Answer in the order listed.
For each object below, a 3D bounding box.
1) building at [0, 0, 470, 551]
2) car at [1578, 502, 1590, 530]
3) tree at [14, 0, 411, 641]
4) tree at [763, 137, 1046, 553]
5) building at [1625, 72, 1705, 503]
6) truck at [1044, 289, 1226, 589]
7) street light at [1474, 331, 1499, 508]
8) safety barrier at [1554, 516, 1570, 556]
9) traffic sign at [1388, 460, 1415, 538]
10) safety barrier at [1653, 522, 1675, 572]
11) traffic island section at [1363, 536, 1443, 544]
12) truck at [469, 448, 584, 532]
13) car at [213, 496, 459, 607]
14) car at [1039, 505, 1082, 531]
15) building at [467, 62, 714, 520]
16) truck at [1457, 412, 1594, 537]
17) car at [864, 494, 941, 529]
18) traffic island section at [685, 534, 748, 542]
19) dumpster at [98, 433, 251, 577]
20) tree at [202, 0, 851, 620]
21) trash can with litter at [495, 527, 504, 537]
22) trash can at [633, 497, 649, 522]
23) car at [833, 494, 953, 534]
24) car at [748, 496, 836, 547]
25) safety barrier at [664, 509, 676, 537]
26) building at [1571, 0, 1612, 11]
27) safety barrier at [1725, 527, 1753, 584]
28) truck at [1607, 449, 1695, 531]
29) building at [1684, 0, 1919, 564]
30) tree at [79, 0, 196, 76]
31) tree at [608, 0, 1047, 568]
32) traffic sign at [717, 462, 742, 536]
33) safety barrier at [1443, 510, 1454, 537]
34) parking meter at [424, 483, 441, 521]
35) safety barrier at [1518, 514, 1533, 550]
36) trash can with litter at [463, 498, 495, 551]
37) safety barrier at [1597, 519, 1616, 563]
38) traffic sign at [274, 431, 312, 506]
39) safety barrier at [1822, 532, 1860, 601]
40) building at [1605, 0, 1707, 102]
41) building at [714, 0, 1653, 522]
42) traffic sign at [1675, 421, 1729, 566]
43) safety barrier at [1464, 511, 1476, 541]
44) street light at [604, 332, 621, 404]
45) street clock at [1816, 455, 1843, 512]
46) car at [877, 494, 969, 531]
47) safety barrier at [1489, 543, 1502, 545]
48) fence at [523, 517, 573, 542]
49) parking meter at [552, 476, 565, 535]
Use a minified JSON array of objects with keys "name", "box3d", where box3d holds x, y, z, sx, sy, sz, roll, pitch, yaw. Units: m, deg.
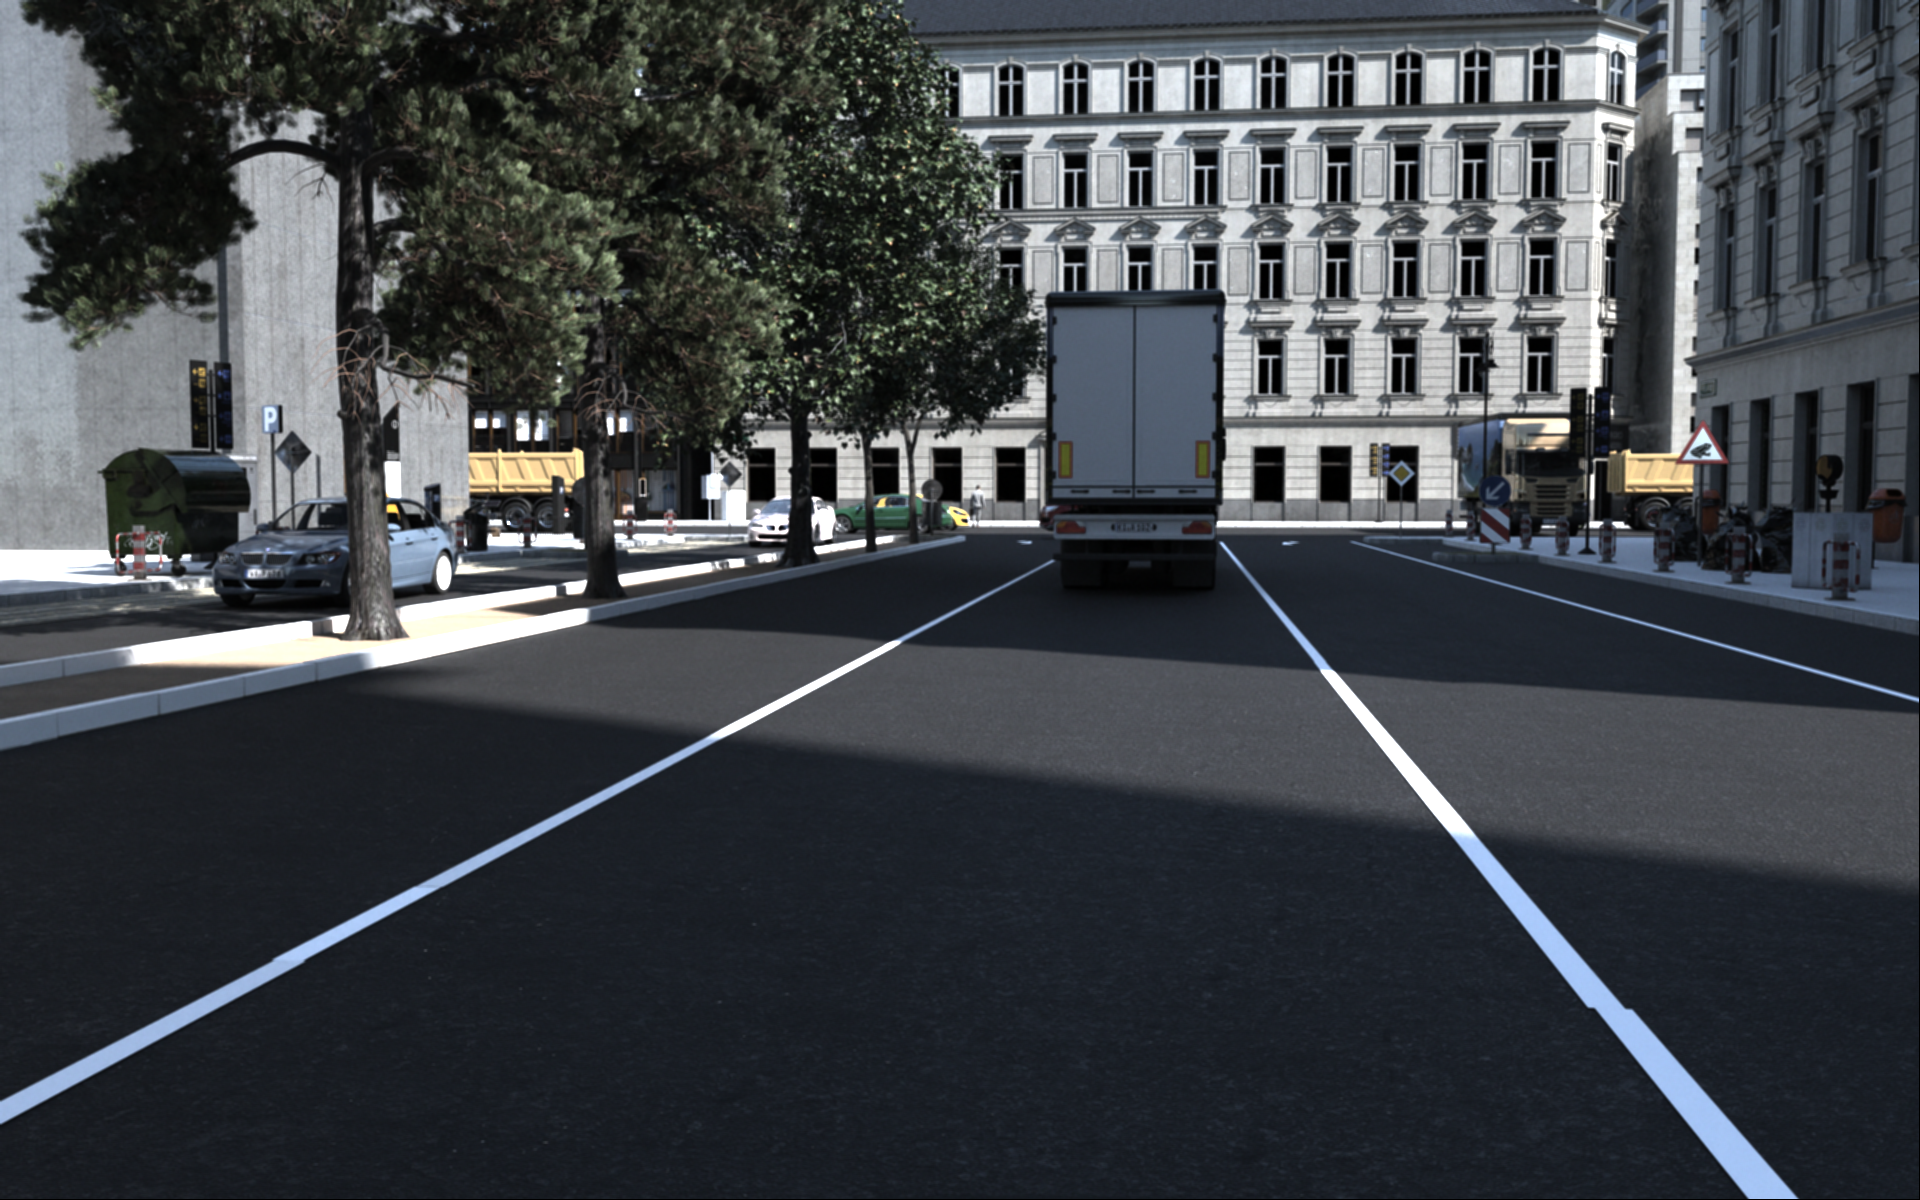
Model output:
[{"name":"building","box3d":[-24.804,-13.866,44.725,19.932,24.808,12.078,0,4,7]},{"name":"car","box3d":[23.508,-3.696,70.017,3.694,1.707,1.945,1,4,9]},{"name":"tree","box3d":[-5.855,-5.637,16.675,6.751,12.117,7.091,0,3,0]},{"name":"tree","box3d":[-2.098,-6.447,42.270,8.767,10.594,7.601,0,4,7]},{"name":"building","box3d":[40.836,-13.850,81.199,16.860,20.320,10.420,0,4,7]},{"name":"truck","box3d":[3.156,-2.478,29.431,2.839,4.237,11.283,0,4,8]},{"name":"street light","box3d":[14.894,-4.668,49.110,0.468,5.910,1.993,0,4,7]},{"name":"safety barrier","box3d":[12.569,-1.337,36.135,0.300,0.817,1.120,0,4,7]},{"name":"traffic sign","box3d":[12.963,-2.891,50.912,0.795,2.450,0.064,0,4,7]},{"name":"safety barrier","box3d":[11.595,-0.871,28.519,0.300,0.817,1.120,0,4,7]},{"name":"traffic island section","box3d":[12.987,-1.756,50.986,2.009,0.180,2.903,0,4,7]},{"name":"truck","box3d":[-18.902,-4.305,66.308,9.791,3.379,3.469,0,4,5]},{"name":"car","box3d":[-8.367,-0.709,23.599,2.014,1.417,4.499,0,4,6]},{"name":"car","box3d":[5.191,-2.872,55.630,5.304,1.827,2.281,1,4,8]},{"name":"building","box3d":[-20.256,-15.949,90.450,15.834,23.373,12.332,0,4,7]},{"name":"truck","box3d":[19.992,-4.459,61.813,2.839,4.237,11.283,0,4,6]},{"name":"car","box3d":[-2.190,-3.754,71.172,4.222,1.686,2.009,1,4,9]},{"name":"traffic island section","box3d":[-7.141,-1.912,53.546,2.009,0.180,2.903,0,4,7]},{"name":"dumpster","box3d":[-12.490,-1.533,27.560,1.502,2.255,1.985,0,4,7]},{"name":"tree","box3d":[-4.997,-6.052,23.460,6.751,12.117,7.091,0,3,0]},{"name":"trash can with litter","box3d":[-14.043,-2.440,51.287,1.055,1.170,0.624,-1,4,-15]},{"name":"trash can","box3d":[-14.922,-4.246,81.078,0.748,1.137,0.748,0,3,0]},{"name":"car","box3d":[-2.716,-3.141,63.148,4.920,1.459,2.131,0,4,8]},{"name":"car","box3d":[-4.634,-2.200,48.327,2.083,1.381,4.827,0,4,6]},{"name":"safety barrier","box3d":[-8.756,-2.329,52.349,0.300,0.817,1.120,0,4,7]},{"name":"building","box3d":[81.897,-49.092,240.902,20.611,71.187,20.563,0,4,7]},{"name":"safety barrier","box3d":[11.109,-0.638,24.711,0.300,0.817,1.120,0,4,7]},{"name":"truck","box3d":[30.527,-4.370,67.379,9.791,3.379,3.469,0,4,8]},{"name":"building","box3d":[24.466,-15.063,22.690,17.030,29.872,44.131,0,4,7]},{"name":"tree","box3d":[-6.860,-5.773,7.220,12.009,13.543,11.850,0,3,0]},{"name":"tree","box3d":[-3.104,-6.979,33.573,9.611,12.733,9.660,0,3,0]},{"name":"traffic sign","box3d":[-7.117,-3.048,53.481,0.795,2.450,0.064,0,4,7]},{"name":"safety barrier","box3d":[14.511,-2.269,51.380,0.300,0.817,1.120,0,4,7]},{"name":"parking meter","box3d":[-12.498,-1.997,41.061,0.372,1.533,0.369,0,3,0]},{"name":"safety barrier","box3d":[13.055,-1.571,39.954,0.300,0.817,1.120,0,4,7]},{"name":"trash can with litter","box3d":[-11.072,-1.675,38.769,1.055,1.170,0.624,0,4,-5]},{"name":"safety barrier","box3d":[12.084,-1.104,32.327,0.300,0.817,1.120,0,4,7]},{"name":"traffic sign","box3d":[-12.160,-1.858,31.570,0.795,2.450,0.064,1,4,16]},{"name":"safety barrier","box3d":[10.627,-0.405,20.902,0.300,0.817,1.120,0,4,7]},{"name":"building","box3d":[85.964,-39.429,186.663,28.212,58.520,21.231,0,4,7]},{"name":"building","box3d":[10.385,-19.049,87.872,44.131,29.872,17.030,0,4,7]},{"name":"traffic sign","box3d":[13.133,-1.877,30.697,0.884,2.594,0.081,1,4,15]},{"name":"safety barrier","box3d":[14.026,-2.036,47.571,0.300,0.817,1.120,0,4,7]},{"name":"street light","box3d":[-9.831,-4.600,47.994,0.468,5.910,1.993,0,4,7]},{"name":"street clock","box3d":[16.101,-1.685,32.123,0.358,2.002,0.471,-1,4,-11]},{"name":"car","box3d":[-1.619,-3.569,68.574,3.980,1.641,2.015,0,4,7]},{"name":"safety barrier","box3d":[13.538,-1.804,43.763,0.300,0.817,1.120,0,4,7]},{"name":"fence","box3d":[-10.619,-1.853,45.674,2.069,0.683,0.278,-3,5,-42]},{"name":"parking meter","box3d":[-12.732,-3.010,54.920,0.255,1.863,0.399,1,4,19]}]
